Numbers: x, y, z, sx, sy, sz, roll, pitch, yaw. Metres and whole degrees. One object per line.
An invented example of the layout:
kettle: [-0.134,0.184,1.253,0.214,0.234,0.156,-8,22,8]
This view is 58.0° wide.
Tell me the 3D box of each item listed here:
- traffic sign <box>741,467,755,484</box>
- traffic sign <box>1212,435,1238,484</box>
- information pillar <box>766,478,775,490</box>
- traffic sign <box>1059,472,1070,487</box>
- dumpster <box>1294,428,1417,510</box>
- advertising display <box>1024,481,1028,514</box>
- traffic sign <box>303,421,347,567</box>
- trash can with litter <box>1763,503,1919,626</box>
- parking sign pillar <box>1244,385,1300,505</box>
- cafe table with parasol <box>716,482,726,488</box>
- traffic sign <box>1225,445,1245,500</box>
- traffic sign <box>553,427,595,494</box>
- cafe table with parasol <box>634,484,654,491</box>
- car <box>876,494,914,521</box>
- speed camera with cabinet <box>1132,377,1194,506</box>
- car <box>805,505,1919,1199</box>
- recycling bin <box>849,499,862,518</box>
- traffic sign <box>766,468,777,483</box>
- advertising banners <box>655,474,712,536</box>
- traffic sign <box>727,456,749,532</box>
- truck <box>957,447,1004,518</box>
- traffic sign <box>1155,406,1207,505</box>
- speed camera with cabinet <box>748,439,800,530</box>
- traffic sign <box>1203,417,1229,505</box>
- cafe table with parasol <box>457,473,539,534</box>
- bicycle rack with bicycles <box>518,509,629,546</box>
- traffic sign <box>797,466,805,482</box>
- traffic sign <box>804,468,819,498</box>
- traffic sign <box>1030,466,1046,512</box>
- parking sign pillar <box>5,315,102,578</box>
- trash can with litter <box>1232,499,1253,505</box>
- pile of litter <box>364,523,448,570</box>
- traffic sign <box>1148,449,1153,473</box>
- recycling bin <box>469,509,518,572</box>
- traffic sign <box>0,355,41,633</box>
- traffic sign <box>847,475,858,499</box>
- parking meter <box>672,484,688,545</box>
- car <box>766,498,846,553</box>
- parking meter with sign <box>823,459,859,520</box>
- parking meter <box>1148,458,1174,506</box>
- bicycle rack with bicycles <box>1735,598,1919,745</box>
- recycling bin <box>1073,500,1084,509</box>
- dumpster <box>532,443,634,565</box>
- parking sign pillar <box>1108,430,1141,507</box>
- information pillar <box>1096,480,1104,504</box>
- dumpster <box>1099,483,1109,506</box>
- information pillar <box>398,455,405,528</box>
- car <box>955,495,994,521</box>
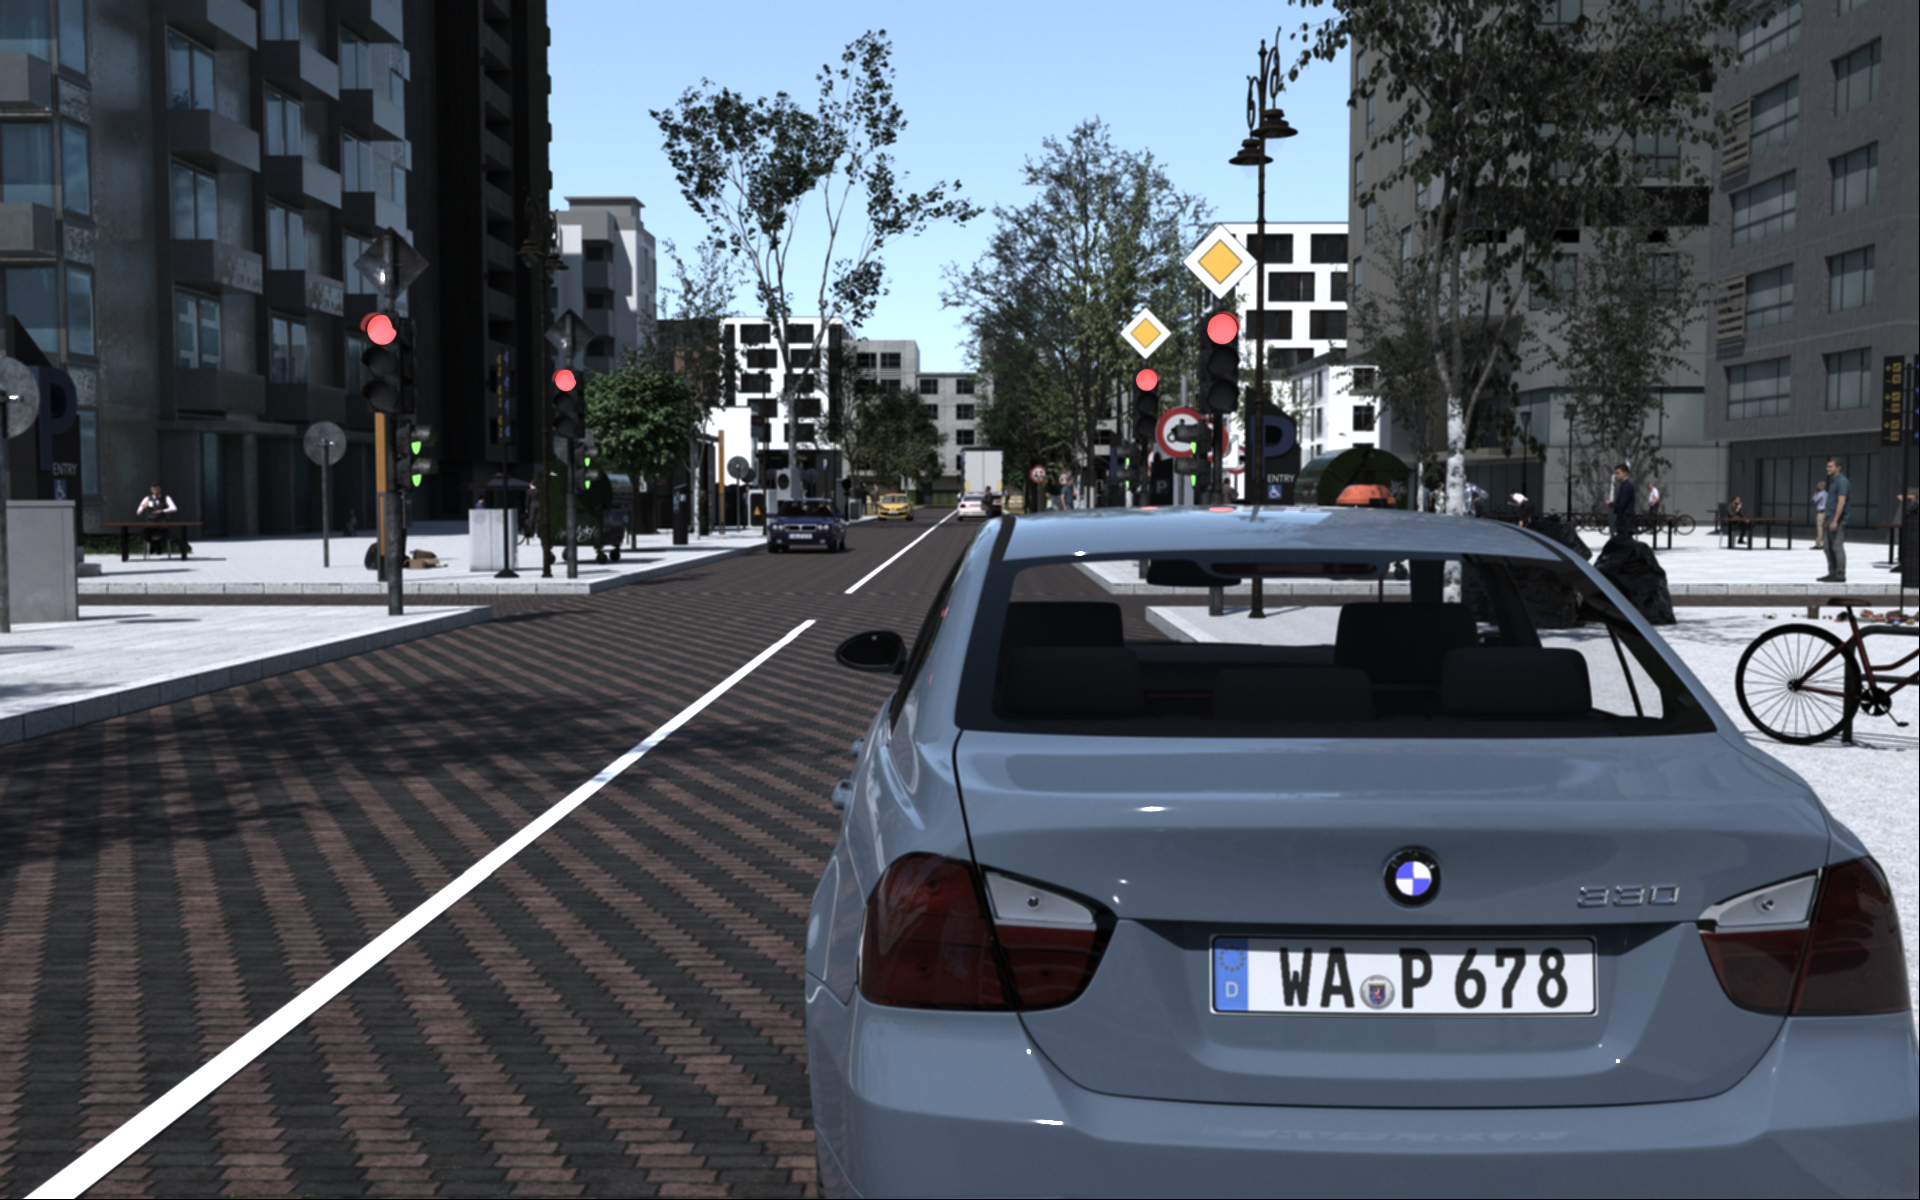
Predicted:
traffic sign: [-10.078,-5.015,82.106,0.768,2.556,0.104,0,4,8]
traffic sign: [4.405,-1.660,29.276,0.606,2.300,0.079,1,4,10]
information pillar: [-8.851,-4.675,80.924,0.304,2.012,0.304,3,4,38]
traffic sign: [6.072,-6.182,101.187,0.768,2.556,0.104,0,4,4]
dumpster: [6.013,-1.463,26.410,1.502,2.255,1.985,0,4,1]
advertising display: [3.346,-5.074,88.168,0.123,1.923,0.974,0,4,-1]
traffic sign: [-11.100,-1.845,30.272,0.768,2.556,0.104,0,4,2]
trash can with litter: [9.385,-0.396,17.525,2.233,1.210,1.678,2,4,30]
parking sign pillar: [7.741,-3.331,42.942,1.447,3.967,1.447,0,4,-8]
cafe table with parasol: [-13.864,-5.793,99.581,2.610,1.966,2.610,3,5,42]
traffic sign: [7.142,-2.737,44.851,0.768,2.556,0.104,0,4,6]
traffic sign: [-6.825,-1.865,30.604,0.768,2.556,0.104,0,4,8]
cafe table with parasol: [-15.995,-5.207,90.006,2.610,1.966,2.610,3,5,43]
car: [-3.447,-5.064,93.022,2.015,1.641,3.980,0,4,2]
speed camera with cabinet: [3.491,-2.178,29.951,0.660,3.252,2.038,-1,4,-9]
car: [0.638,0.462,4.451,2.014,1.417,4.499,0,4,1]
recycling bin: [-5.670,-4.838,91.659,0.722,1.027,0.722,2,4,29]
traffic sign: [-9.319,-5.255,86.030,0.768,2.556,0.104,0,4,1]
advertising banners: [-8.462,-3.452,52.626,2.074,3.025,0.090,-3,5,-40]
traffic sign: [-7.438,-3.545,58.064,0.768,2.556,0.104,0,4,7]
truck: [1.296,-7.294,108.163,2.839,4.237,11.283,0,4,-1]
traffic sign: [3.220,-1.535,25.202,0.768,2.556,0.104,0,4,4]
speed camera with cabinet: [-6.665,-4.138,61.999,2.038,3.252,0.660,2,4,35]
traffic sign: [4.050,-1.742,28.582,0.768,2.556,0.104,1,4,9]
cafe table with parasol: [-14.676,-3.070,55.066,2.610,1.966,2.610,1,4,12]
bicycle rack with bicycles: [-9.587,-1.852,43.668,2.925,0.926,2.852,2,4,28]
traffic sign: [-7.325,-4.756,77.865,0.768,2.556,0.104,1,4,10]
traffic sign: [-7.314,-5.220,85.446,0.768,2.556,0.104,0,4,1]
traffic sign: [3.517,-4.727,77.397,0.768,2.556,0.104,0,4,2]
parking sign pillar: [-14.119,-2.341,26.748,1.447,3.967,1.447,0,4,1]
trash can with litter: [6.817,-1.841,41.490,0.624,1.170,1.055,2,4,31]
pile of litter: [-9.559,-0.978,29.949,1.176,0.858,1.719,3,4,38]
traffic sign: [5.224,-2.785,45.642,0.768,2.556,0.104,0,4,6]
recycling bin: [-7.797,-1.004,28.976,0.722,1.027,0.722,-1,4,-9]
traffic sign: [-8.824,-0.968,15.930,0.768,2.556,0.104,0,4,4]
traffic sign: [-5.762,-5.535,92.625,0.606,2.300,0.079,1,4,9]
parking meter: [-7.062,-2.159,43.717,0.372,1.533,0.369,0,3,0]
car: [-3.806,-1.877,43.263,1.945,1.354,3.894,0,3,0]
parking meter with sign: [-5.889,-5.493,86.064,1.738,3.016,0.543,-2,4,-28]
parking meter: [3.181,-1.332,27.492,0.399,1.863,0.255,0,4,6]
bicycle rack with bicycles: [5.826,0.291,8.626,2.852,0.926,2.925,-3,5,-40]
recycling bin: [5.025,-3.706,73.148,0.722,1.027,0.722,1,4,16]
dumpster: [-7.002,-1.816,32.193,1.502,2.255,1.985,0,4,1]
parking sign pillar: [6.859,-5.115,72.104,1.447,3.967,1.447,1,4,15]
information pillar: [7.433,-5.353,92.016,0.304,2.012,0.304,1,4,22]
dumpster: [7.750,-5.016,87.777,1.264,1.857,1.865,0,4,1]
information pillar: [-10.762,-1.736,32.869,0.304,2.012,0.304,2,4,29]
car: [0.789,-4.938,93.096,2.083,1.381,4.827,0,4,-1]
